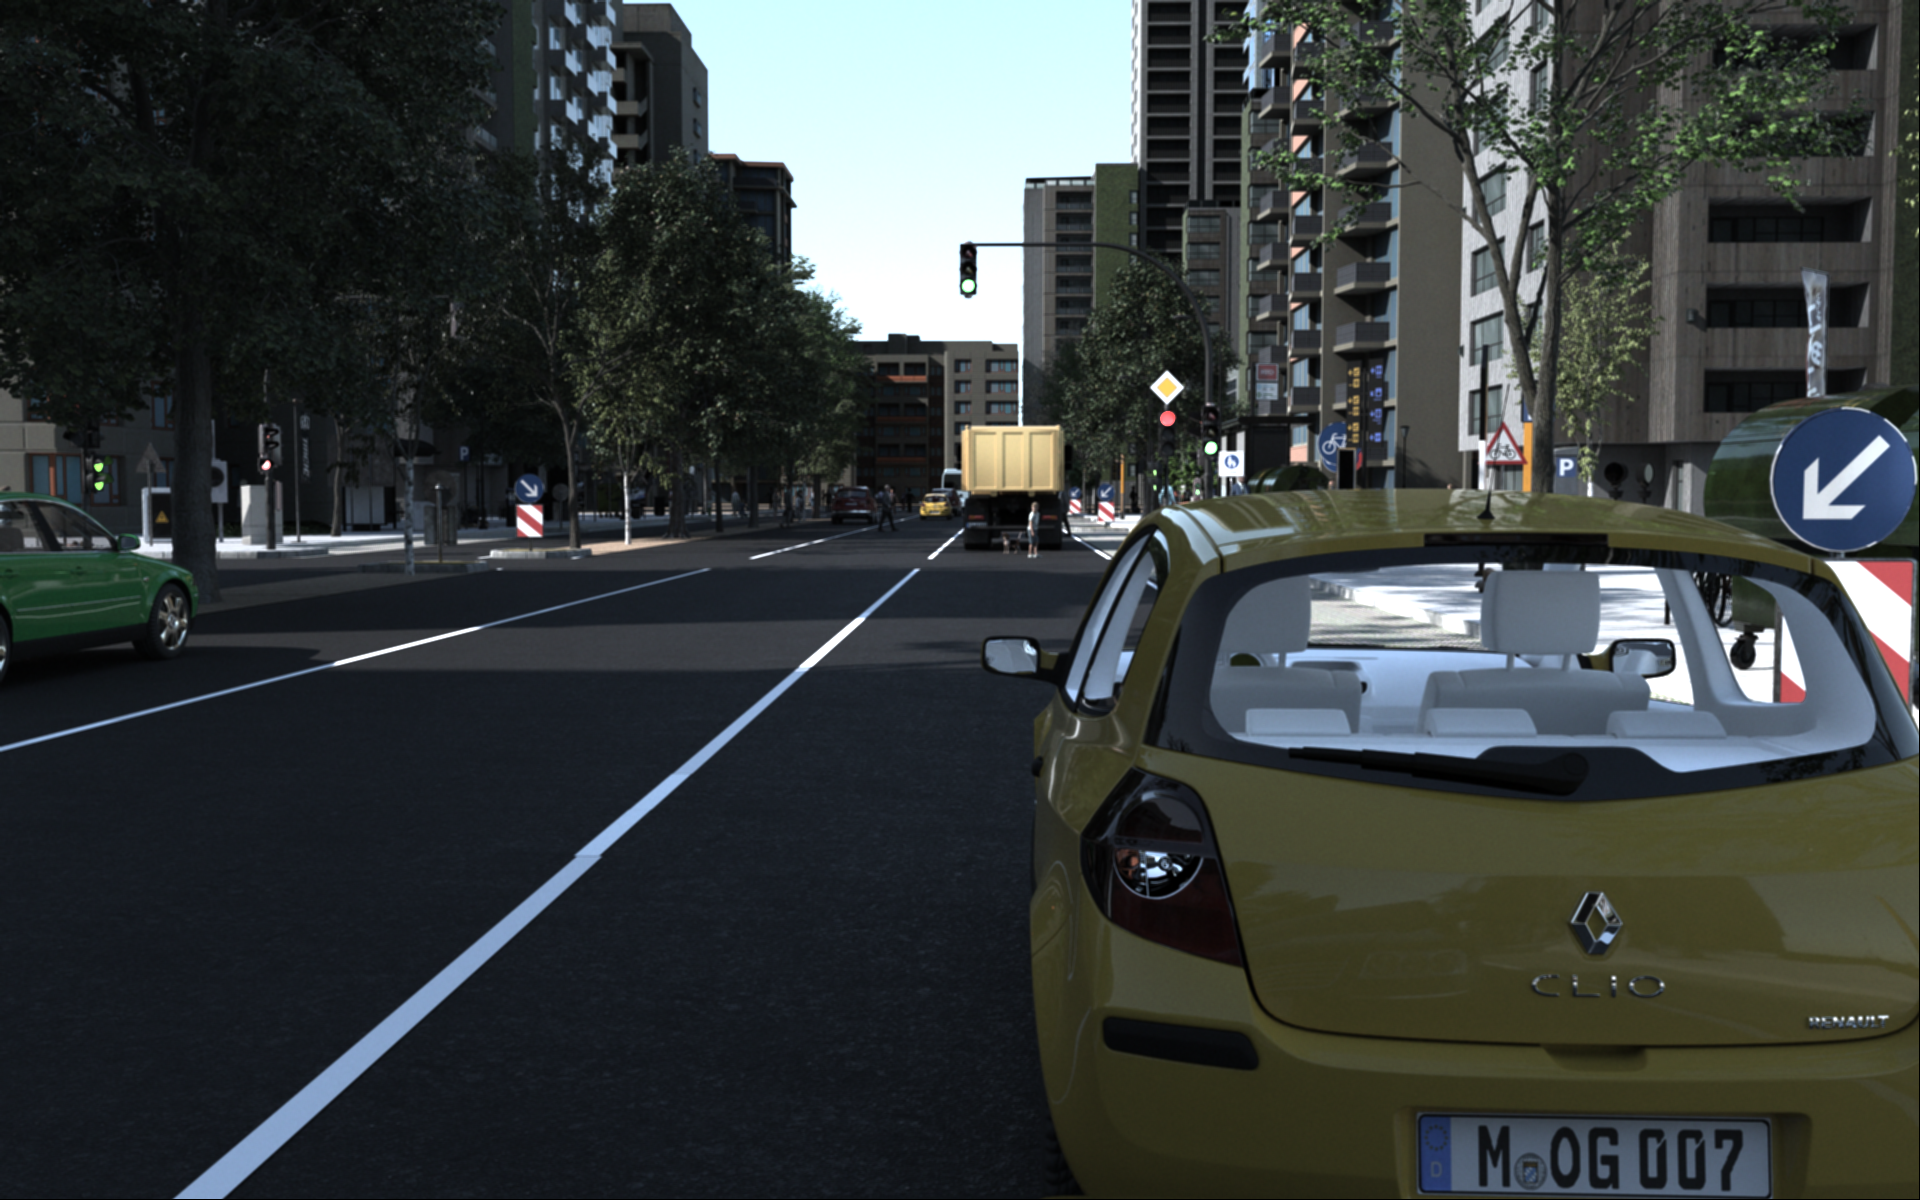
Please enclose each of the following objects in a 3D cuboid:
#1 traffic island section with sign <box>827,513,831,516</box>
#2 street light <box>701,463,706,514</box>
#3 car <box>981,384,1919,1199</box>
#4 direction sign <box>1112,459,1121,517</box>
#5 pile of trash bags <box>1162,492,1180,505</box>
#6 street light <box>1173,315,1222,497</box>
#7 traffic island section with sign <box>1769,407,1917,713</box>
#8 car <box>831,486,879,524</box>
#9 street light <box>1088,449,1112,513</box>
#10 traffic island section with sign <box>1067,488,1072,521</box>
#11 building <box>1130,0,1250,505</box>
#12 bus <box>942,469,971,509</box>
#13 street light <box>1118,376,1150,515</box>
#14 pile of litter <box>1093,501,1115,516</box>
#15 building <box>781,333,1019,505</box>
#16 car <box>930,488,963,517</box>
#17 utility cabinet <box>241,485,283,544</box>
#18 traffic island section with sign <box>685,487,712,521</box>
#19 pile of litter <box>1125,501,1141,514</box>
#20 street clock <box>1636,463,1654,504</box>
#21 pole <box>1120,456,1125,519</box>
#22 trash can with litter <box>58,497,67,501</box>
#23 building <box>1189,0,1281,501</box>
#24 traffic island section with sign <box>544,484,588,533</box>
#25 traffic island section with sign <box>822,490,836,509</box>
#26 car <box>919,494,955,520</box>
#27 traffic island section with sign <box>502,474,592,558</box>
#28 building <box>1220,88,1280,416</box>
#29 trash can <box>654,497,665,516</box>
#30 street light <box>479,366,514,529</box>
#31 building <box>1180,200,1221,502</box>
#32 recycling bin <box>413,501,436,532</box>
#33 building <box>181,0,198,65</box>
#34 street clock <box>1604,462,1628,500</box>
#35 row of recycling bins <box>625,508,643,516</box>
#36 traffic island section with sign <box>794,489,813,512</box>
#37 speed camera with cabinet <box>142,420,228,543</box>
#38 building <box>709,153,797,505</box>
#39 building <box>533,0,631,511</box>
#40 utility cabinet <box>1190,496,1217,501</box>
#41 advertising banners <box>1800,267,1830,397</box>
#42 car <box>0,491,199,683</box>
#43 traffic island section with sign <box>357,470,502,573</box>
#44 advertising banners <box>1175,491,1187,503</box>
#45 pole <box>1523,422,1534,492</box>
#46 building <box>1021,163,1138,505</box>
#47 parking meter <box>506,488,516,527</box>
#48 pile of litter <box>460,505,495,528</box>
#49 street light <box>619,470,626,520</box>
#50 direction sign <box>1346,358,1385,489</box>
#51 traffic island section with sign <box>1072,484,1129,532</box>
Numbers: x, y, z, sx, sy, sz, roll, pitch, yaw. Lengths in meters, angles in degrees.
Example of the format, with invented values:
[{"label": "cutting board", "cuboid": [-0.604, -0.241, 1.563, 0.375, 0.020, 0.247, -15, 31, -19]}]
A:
[{"label": "traffic island section with sign", "cuboid": [-7.741, -6.512, 114.603, 2.006, 1.907, 1.989, 0, 4, 1]}, {"label": "street light", "cuboid": [-15.606, -8.332, 108.775, 1.470, 5.913, 1.316, 0, 4, 1]}, {"label": "car", "cuboid": [1.042, 0.349, 4.515, 2.015, 1.641, 3.980, 0, 4, 3]}, {"label": "direction sign", "cuboid": [8.681, -6.354, 95.882, 0.379, 3.537, 0.876, 3, 5, 41]}, {"label": "pile of trash bags", "cuboid": [8.934, -3.200, 62.080, 3.447, 1.369, 1.912, 1, 4, 20]}, {"label": "street light", "cuboid": [6.221, -4.436, 45.071, 1.470, 5.913, 1.316, 0, 4, 1]}, {"label": "traffic island section with sign", "cuboid": [3.935, -0.003, 8.670, 1.989, 1.847, 2.006, 0, 4, 1]}, {"label": "car", "cuboid": [-5.074, -4.584, 83.626, 2.281, 1.827, 5.304, 0, 3, 0]}, {"label": "street light", "cuboid": [7.387, -7.243, 90.967, 1.470, 5.913, 1.316, 0, 4, 1]}, {"label": "traffic island section with sign", "cuboid": [6.091, -5.206, 93.744, 1.989, 1.847, 2.006, 0, 4, 1]}, {"label": "building", "cuboid": [32.289, -47.662, 217.522, 20.611, 71.187, 20.563, 0, 4, 1]}, {"label": "bus", "cuboid": [0.000, -8.429, 132.675, 2.948, 3.499, 13.247, 0, 4, 0]}, {"label": "street light", "cuboid": [6.913, -5.850, 68.195, 1.470, 5.913, 1.316, 0, 4, 1]}, {"label": "pile of litter", "cuboid": [8.590, -5.416, 102.521, 1.176, 0.858, 1.719, -2, 4, -33]}, {"label": "building", "cuboid": [-6.994, -23.138, 223.348, 28.899, 21.520, 27.650, 0, 4, 1]}, {"label": "car", "cuboid": [-1.002, -6.323, 112.052, 2.281, 1.827, 5.304, 0, 4, 3]}, {"label": "utility cabinet", "cuboid": [-17.709, -2.156, 43.925, 0.318, 1.500, 1.173, 1, 4, 18]}, {"label": "traffic island section with sign", "cuboid": [-14.271, -5.102, 92.046, 1.989, 1.847, 2.006, 0, 4, 1]}, {"label": "pile of litter", "cuboid": [11.171, -6.083, 113.423, 1.719, 0.858, 1.176, -3, 5, -41]}, {"label": "street clock", "cuboid": [16.090, -2.212, 40.730, 0.471, 2.002, 0.358, -3, 5, -41]}, {"label": "pole", "cuboid": [8.225, -5.731, 87.550, 0.158, 3.312, 0.155, 0, 3, 0]}, {"label": "trash can with litter", "cuboid": [-21.826, -1.903, 42.171, 2.233, 1.210, 1.678, 2, 4, 31]}, {"label": "building", "cuboid": [32.647, -51.049, 147.322, 22.319, 86.520, 31.000, 0, 4, 1]}, {"label": "traffic island section with sign", "cuboid": [-14.966, -3.422, 64.579, 1.989, 1.847, 2.006, 0, 4, 1]}, {"label": "traffic island section with sign", "cuboid": [-12.342, -9.788, 168.657, 1.989, 1.847, 2.006, 0, 4, 1]}, {"label": "car", "cuboid": [-1.319, -5.296, 96.815, 2.015, 1.641, 3.980, 0, 4, 2]}, {"label": "traffic island section with sign", "cuboid": [-9.635, -1.918, 39.489, 2.006, 1.907, 1.989, 0, 4, 1]}, {"label": "building", "cuboid": [27.214, -21.709, 126.651, 14.160, 30.474, 14.107, 0, 4, 1]}, {"label": "trash can", "cuboid": [-17.643, -5.509, 101.722, 0.748, 1.137, 0.748, 0, 3, 0]}, {"label": "street light", "cuboid": [-16.793, -5.518, 62.759, 1.470, 5.913, 1.316, 0, 4, 1]}, {"label": "building", "cuboid": [28.820, -24.481, 171.964, 14.160, 30.474, 14.107, 0, 4, 1]}, {"label": "recycling bin", "cuboid": [-18.341, -2.860, 59.321, 0.722, 1.027, 0.722, -1, 4, -12]}, {"label": "building", "cuboid": [-62.633, -38.402, 169.864, 28.212, 58.520, 21.231, 0, 4, 1]}, {"label": "street clock", "cuboid": [14.872, -2.124, 39.299, 0.358, 2.002, 0.471, -3, 5, -45]}, {"label": "row of recycling bins", "cuboid": [-19.151, -5.797, 101.888, 1.069, 1.692, 3.534, 0, 4, -7]}, {"label": "traffic island section with sign", "cuboid": [-13.025, -8.140, 141.710, 1.989, 1.847, 2.006, 0, 4, 1]}, {"label": "speed camera with cabinet", "cuboid": [-20.405, -3.136, 45.603, 2.038, 3.252, 0.660, -1, 4, -21]}, {"label": "building", "cuboid": [-35.922, -34.655, 221.227, 28.867, 44.769, 22.147, 0, 4, 1]}, {"label": "building", "cuboid": [-38.650, -31.248, 130.516, 23.786, 49.044, 30.456, 0, 4, 1]}, {"label": "utility cabinet", "cuboid": [7.080, -2.373, 49.967, 0.306, 1.237, 1.020, -2, 4, -33]}, {"label": "advertising banners", "cuboid": [7.244, -1.097, 14.130, 2.074, 3.025, 0.090, -3, 5, -42]}, {"label": "car", "cuboid": [-7.745, -0.297, 13.647, 1.959, 1.807, 4.718, 0, 4, 2]}, {"label": "traffic island section with sign", "cuboid": [-9.832, -1.465, 32.084, 2.006, 1.907, 1.989, 0, 4, 1]}, {"label": "advertising banners", "cuboid": [11.261, -5.749, 90.180, 0.090, 3.025, 2.074, -1, 4, -21]}, {"label": "pole", "cuboid": [10.480, -2.331, 31.958, 0.158, 3.312, 0.155, 0, 3, 0]}, {"label": "building", "cuboid": [14.775, -32.600, 216.608, 14.086, 41.232, 14.154, 0, 4, 1]}, {"label": "parking meter", "cuboid": [-17.535, -3.623, 67.645, 0.372, 1.533, 0.369, 0, 3, 0]}, {"label": "pile of litter", "cuboid": [-18.506, -3.191, 66.137, 1.719, 0.858, 1.176, -1, 4, -9]}, {"label": "street light", "cuboid": [-16.147, -6.910, 85.526, 1.470, 5.913, 1.316, 0, 4, 1]}, {"label": "direction sign", "cuboid": [6.837, -2.281, 29.299, 0.379, 3.537, 0.876, -2, 4, -29]}, {"label": "traffic island section with sign", "cuboid": [5.379, -3.486, 65.618, 1.989, 1.847, 2.006, 0, 4, 1]}]
